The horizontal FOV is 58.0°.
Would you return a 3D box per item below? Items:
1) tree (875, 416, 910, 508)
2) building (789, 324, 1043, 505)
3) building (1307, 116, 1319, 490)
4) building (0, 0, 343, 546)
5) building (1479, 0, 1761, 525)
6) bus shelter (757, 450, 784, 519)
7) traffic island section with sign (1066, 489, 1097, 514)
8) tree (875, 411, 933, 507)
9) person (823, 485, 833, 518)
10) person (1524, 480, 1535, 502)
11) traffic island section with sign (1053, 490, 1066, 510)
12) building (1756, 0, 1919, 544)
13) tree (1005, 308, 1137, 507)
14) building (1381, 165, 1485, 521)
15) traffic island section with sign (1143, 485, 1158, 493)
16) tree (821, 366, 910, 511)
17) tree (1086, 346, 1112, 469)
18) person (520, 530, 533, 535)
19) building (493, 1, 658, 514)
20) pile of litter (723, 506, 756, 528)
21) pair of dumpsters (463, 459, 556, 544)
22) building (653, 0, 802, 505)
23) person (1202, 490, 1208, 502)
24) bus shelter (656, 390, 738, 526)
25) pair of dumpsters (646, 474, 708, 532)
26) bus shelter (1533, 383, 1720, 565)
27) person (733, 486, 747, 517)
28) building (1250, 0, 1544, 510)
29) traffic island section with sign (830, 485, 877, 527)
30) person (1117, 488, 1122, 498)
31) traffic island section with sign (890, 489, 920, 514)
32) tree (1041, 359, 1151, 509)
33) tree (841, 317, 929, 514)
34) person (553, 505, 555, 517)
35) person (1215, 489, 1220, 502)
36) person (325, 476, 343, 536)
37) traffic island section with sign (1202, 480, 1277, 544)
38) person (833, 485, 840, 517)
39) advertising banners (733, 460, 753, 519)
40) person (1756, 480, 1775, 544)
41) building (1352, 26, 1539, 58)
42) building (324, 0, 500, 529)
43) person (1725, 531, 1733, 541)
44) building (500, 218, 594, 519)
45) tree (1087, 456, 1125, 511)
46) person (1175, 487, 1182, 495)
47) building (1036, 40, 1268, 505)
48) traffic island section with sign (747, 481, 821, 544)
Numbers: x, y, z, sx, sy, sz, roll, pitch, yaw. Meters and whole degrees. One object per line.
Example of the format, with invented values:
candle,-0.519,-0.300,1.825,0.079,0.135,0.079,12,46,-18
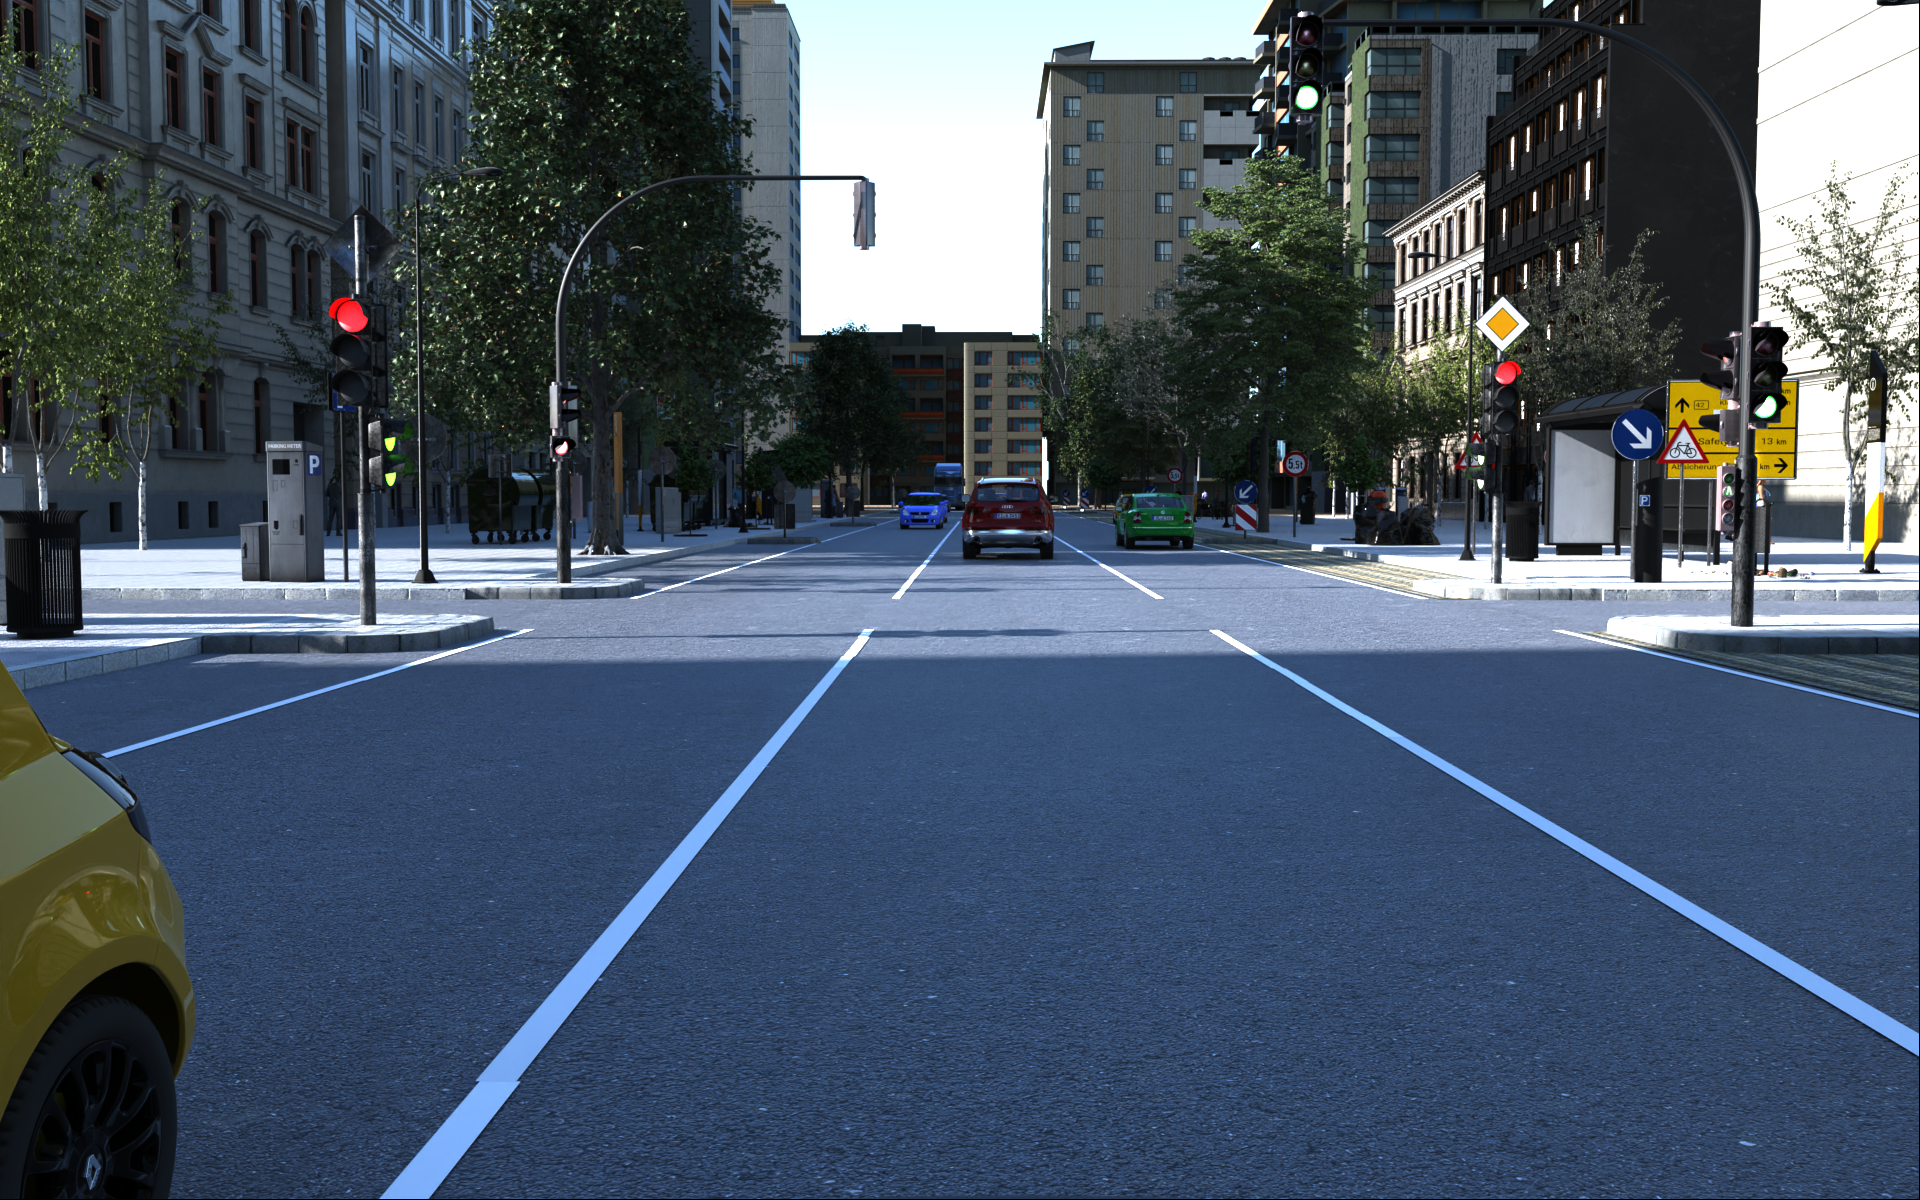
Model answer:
tree,-6.301,-12.741,158.670,4.737,8.622,4.395,0,3,0
building,-4.849,-22.403,211.322,28.899,21.520,27.650,0,4,1
building,32.139,-21.598,124.834,14.160,30.474,14.107,0,4,1
building,-28.448,-16.052,49.845,14.401,28.519,23.554,0,4,1
building,30.190,-14.815,71.906,12.332,23.373,15.834,0,4,1
bus shelter,-9.519,-6.140,91.669,1.731,3.624,6.357,0,4,1
traffic island section with sign,9.013,-7.250,127.161,1.989,1.847,2.006,0,4,1
tree,-6.553,-14.799,176.375,8.767,10.594,7.601,1,4,14
person,-7.024,-5.270,92.621,0.576,1.772,0.534,1,4,22
person,22.213,-3.749,67.437,0.850,1.850,0.679,0,4,5
traffic island section with sign,9.371,-8.946,154.901,1.989,1.847,2.006,0,4,1
building,46.237,-16.481,45.885,44.131,29.872,17.030,0,4,1
tree,11.293,-19.596,176.291,12.611,20.169,13.585,0,3,0
building,29.365,-13.797,90.209,10.561,19.102,19.286,0,4,1
traffic island section with sign,8.390,-4.229,77.774,1.989,1.847,2.006,0,4,1
tree,-7.365,-12.615,132.005,9.928,11.665,9.643,0,3,0
tree,11.779,-11.877,112.309,7.486,12.596,7.792,0,3,0
person,-13.651,-2.946,54.396,0.537,1.800,0.526,2,4,28
building,-27.085,-25.891,106.904,14.154,41.232,14.086,0,4,1
pile of litter,-8.531,-3.243,66.989,1.176,0.858,1.719,-2,4,-32
pair of dumpsters,-11.934,-2.670,46.151,1.574,2.255,4.437,0,4,1
building,-33.433,-40.743,208.145,28.212,58.520,21.231,0,4,1
person,25.419,-10.479,179.696,0.709,1.838,0.599,0,4,4
bus shelter,-10.643,-5.638,69.812,2.179,5.291,8.768,0,4,1
pair of dumpsters,-9.959,-3.578,61.000,1.574,2.255,4.437,0,4,1
bus shelter,13.001,-2.431,33.676,2.014,3.302,5.546,0,4,1
person,-10.584,-4.724,83.306,0.660,1.820,0.620,0,4,-8
building,36.592,-30.075,146.351,22.147,44.769,28.867,0,4,1
traffic island section with sign,-4.736,-4.206,77.392,1.989,1.847,2.006,0,4,1
person,15.161,-9.650,163.911,0.705,1.814,1.350,-1,4,-9
traffic island section with sign,-4.118,-7.225,126.751,1.989,1.847,2.006,0,4,1
tree,11.596,-14.015,146.149,9.611,12.733,9.660,0,3,0
tree,-7.206,-11.948,112.362,9.611,12.733,9.660,0,3,0
person,-16.925,-4.002,71.504,0.581,1.822,0.654,0,4,-1
person,25.038,-9.915,168.880,0.721,1.743,1.217,2,4,28
person,-19.114,-2.885,53.026,0.655,1.846,0.447,0,4,5
traffic island section with sign,8.038,-2.534,50.055,1.989,1.847,2.006,0,4,1
person,-7.090,-5.595,97.610,0.616,1.811,0.778,2,4,24
advertising banners,-11.220,-5.637,88.357,0.090,3.025,2.074,-3,5,-44
person,20.278,-2.310,43.914,0.778,1.811,0.616,1,4,19
building,31.367,-20.704,110.204,14.160,30.474,14.107,0,4,1
building,-27.982,-17.476,71.631,13.634,28.700,20.117,0,4,1
person,21.282,-2.494,47.095,0.850,1.792,0.678,1,4,19
building,-25.764,-14.408,90.315,10.420,20.320,16.860,0,4,1
tree,11.132,-9.117,132.774,4.285,4.588,4.351,0,3,0
person,13.892,-6.299,109.559,1.217,1.766,0.721,3,4,37
building,23.378,-38.007,210.654,27.495,52.752,28.713,0,4,1
traffic island section with sign,-5.077,-2.553,50.376,1.989,1.847,2.006,0,4,1
